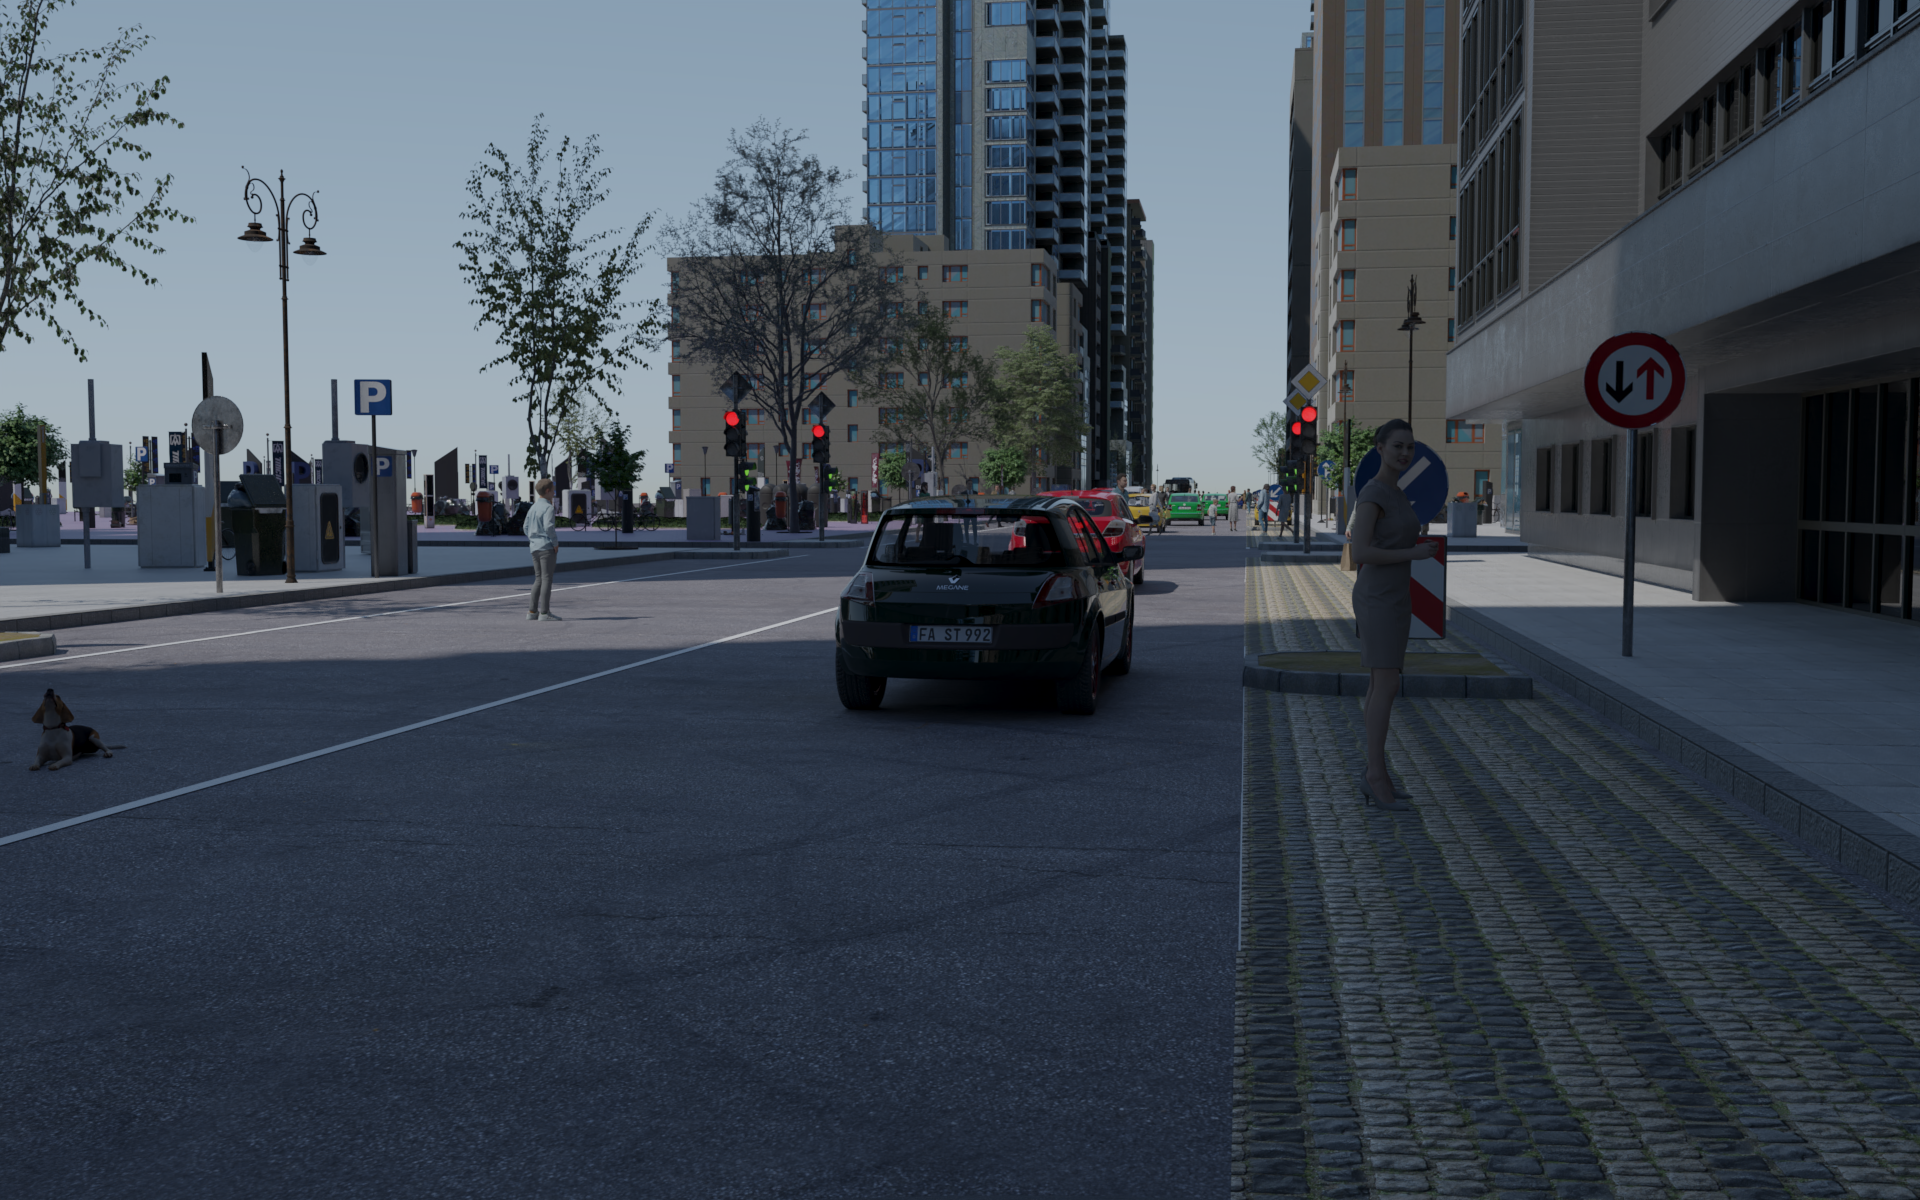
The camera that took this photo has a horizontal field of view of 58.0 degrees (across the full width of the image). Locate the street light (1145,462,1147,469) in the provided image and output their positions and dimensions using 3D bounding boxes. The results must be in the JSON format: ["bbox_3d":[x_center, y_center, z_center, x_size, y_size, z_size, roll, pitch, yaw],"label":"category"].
[{"bbox_3d":[25.158,-15.997,234.342,0.468,5.910,1.993,1,4,9],"label":"street light"}]

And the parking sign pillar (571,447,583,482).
[{"bbox_3d":[-21.211,-6.811,99.830,1.447,3.967,1.447,3,5,41],"label":"parking sign pillar"}]

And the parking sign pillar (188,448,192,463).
[{"bbox_3d":[-42.480,-6.503,94.792,1.447,3.967,1.447,-3,5,-40],"label":"parking sign pillar"}]

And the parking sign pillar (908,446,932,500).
[{"bbox_3d":[-2.214,-6.582,96.093,1.447,3.967,1.447,1,4,15],"label":"parking sign pillar"}]

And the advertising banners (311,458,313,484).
[{"bbox_3d":[-31.734,-5.401,84.496,0.090,3.025,2.074,-1,4,-10],"label":"advertising banners"}]

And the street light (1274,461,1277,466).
[{"bbox_3d":[35.542,-13.528,193.973,0.468,5.910,1.993,1,4,9],"label":"street light"}]

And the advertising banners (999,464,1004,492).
[{"bbox_3d":[2.241,-6.454,101.706,0.090,3.025,2.074,1,4,20],"label":"advertising banners"}]

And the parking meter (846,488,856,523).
[{"bbox_3d":[-4.788,-4.163,76.471,0.372,1.533,0.369,0,3,0],"label":"parking meter"}]

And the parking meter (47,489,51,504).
[{"bbox_3d":[-42.537,-4.420,80.681,0.372,1.533,0.369,0,3,0],"label":"parking meter"}]

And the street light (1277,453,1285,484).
[{"bbox_3d":[30.584,-11.704,164.143,0.468,5.910,1.993,1,4,9],"label":"street light"}]

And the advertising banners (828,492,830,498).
[{"bbox_3d":[-8.608,-6.910,109.171,0.090,3.025,2.074,2,4,31],"label":"advertising banners"}]

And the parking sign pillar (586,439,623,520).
[{"bbox_3d":[-16.247,-5.627,80.465,1.447,3.967,1.447,2,4,30],"label":"parking sign pillar"}]

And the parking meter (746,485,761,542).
[{"bbox_3d":[-5.565,-2.340,46.665,0.372,1.533,0.369,0,3,0],"label":"parking meter"}]

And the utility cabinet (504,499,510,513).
[{"bbox_3d":[-29.500,-6.368,112.798,0.318,1.500,1.173,-1,4,-18],"label":"utility cabinet"}]

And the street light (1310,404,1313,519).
[{"bbox_3d":[18.138,-7.130,89.364,0.468,5.910,1.993,1,4,9],"label":"street light"}]

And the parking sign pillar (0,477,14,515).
[{"bbox_3d":[-45.962,-5.778,82.950,1.447,3.967,1.447,0,4,6],"label":"parking sign pillar"}]

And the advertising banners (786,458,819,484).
[{"bbox_3d":[-8.044,-5.733,89.930,2.074,3.025,0.090,1,4,13],"label":"advertising banners"}]

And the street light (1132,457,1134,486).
[{"bbox_3d":[20.467,-14.224,205.352,0.468,5.910,1.993,1,4,9],"label":"street light"}]

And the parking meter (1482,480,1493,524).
[{"bbox_3d":[22.697,-4.208,74.515,0.399,1.863,0.255,-1,4,-21],"label":"parking meter"}]

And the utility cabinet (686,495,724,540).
[{"bbox_3d":[-7.168,-2.279,48.421,1.020,1.237,0.306,2,4,32],"label":"utility cabinet"}]

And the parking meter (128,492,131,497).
[{"bbox_3d":[-59.026,-7.190,123.269,0.255,1.863,0.399,-1,4,-17],"label":"parking meter"}]

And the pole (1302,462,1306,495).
[{"bbox_3d":[21.721,-7.069,109.429,0.158,3.312,0.155,0,3,0],"label":"pole"}]

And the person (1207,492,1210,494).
[{"bbox_3d":[22.991,-9.149,159.554,0.593,1.643,0.415,-2,4,-35],"label":"person"}]

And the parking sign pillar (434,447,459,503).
[{"bbox_3d":[-29.189,-6.727,98.460,1.447,3.967,1.447,-1,4,-13],"label":"parking sign pillar"}]

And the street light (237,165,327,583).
[{"bbox_3d":[-9.649,-3.182,24.816,0.468,5.910,1.993,1,4,9],"label":"street light"}]

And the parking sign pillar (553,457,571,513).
[{"bbox_3d":[-27.424,-8.013,119.483,1.447,3.967,1.447,-3,5,-45],"label":"parking sign pillar"}]

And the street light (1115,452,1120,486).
[{"bbox_3d":[16.697,-12.879,183.351,0.468,5.910,1.993,1,4,9],"label":"street light"}]

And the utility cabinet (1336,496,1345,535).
[{"bbox_3d":[12.123,-2.687,55.093,0.306,1.237,1.020,1,4,9],"label":"utility cabinet"}]

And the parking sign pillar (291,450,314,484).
[{"bbox_3d":[-39.806,-7.104,104.618,1.447,3.967,1.447,3,4,38],"label":"parking sign pillar"}]

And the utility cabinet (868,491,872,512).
[{"bbox_3d":[-6.007,-6.583,116.317,0.318,1.500,1.173,-2,4,-27],"label":"utility cabinet"}]

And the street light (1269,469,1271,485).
[{"bbox_3d":[39.461,-14.975,217.632,0.468,5.910,1.993,1,4,9],"label":"street light"}]

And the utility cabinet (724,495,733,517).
[{"bbox_3d":[-12.441,-5.052,93.761,1.020,1.237,0.306,0,4,-7],"label":"utility cabinet"}]

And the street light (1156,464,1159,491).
[{"bbox_3d":[30.012,-17.769,263.305,0.468,5.910,1.993,1,4,9],"label":"street light"}]

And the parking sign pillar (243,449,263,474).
[{"bbox_3d":[-41.844,-6.975,102.506,1.447,3.967,1.447,2,4,33],"label":"parking sign pillar"}]

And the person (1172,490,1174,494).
[{"bbox_3d":[16.170,-7.535,132.235,0.617,1.759,0.750,-2,4,-28],"label":"person"}]

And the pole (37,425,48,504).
[{"bbox_3d":[-27.078,-3.504,51.136,0.158,3.312,0.155,0,3,0],"label":"pole"}]

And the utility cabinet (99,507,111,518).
[{"bbox_3d":[-46.632,-5.097,94.496,0.306,1.237,1.020,0,4,-5],"label":"utility cabinet"}]

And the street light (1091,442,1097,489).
[{"bbox_3d":[11.857,-11.087,154.055,0.468,5.910,1.993,1,4,9],"label":"street light"}]

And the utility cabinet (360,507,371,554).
[{"bbox_3d":[-12.336,-1.703,36.524,0.318,1.500,1.173,-3,4,-36],"label":"utility cabinet"}]

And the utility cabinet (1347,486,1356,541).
[{"bbox_3d":[10.698,-2.329,46.751,0.318,1.500,1.173,1,4,21],"label":"utility cabinet"}]

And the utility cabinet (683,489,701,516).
[{"bbox_3d":[-11.162,-3.881,72.137,0.318,1.500,1.173,1,4,15],"label":"utility cabinet"}]

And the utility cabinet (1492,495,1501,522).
[{"bbox_3d":[25.031,-4.247,80.599,1.020,1.237,0.306,-3,5,-40],"label":"utility cabinet"}]

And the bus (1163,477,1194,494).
[{"bbox_3d":[23.248,-11.523,183.268,2.948,3.499,13.247,1,4,10],"label":"bus"}]

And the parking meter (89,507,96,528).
[{"bbox_3d":[-32.654,-3.459,64.966,0.372,1.533,0.369,0,3,0],"label":"parking meter"}]

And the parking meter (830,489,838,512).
[{"bbox_3d":[-6.231,-4.730,85.750,0.372,1.533,0.369,0,3,0],"label":"parking meter"}]

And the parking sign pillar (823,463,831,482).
[{"bbox_3d":[-8.625,-7.516,111.365,1.447,3.967,1.447,1,4,9],"label":"parking sign pillar"}]

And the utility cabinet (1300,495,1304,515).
[{"bbox_3d":[20.960,-5.802,106.028,1.020,1.237,0.306,1,4,14],"label":"utility cabinet"}]

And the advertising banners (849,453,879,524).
[{"bbox_3d":[-4.098,-4.760,74.012,0.090,3.025,2.074,-3,5,-41],"label":"advertising banners"}]

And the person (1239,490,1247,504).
[{"bbox_3d":[26.045,-9.156,158.287,1.348,1.812,0.705,-2,4,-25],"label":"person"}]

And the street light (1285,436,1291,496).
[{"bbox_3d":[25.795,-9.932,135.170,0.468,5.910,1.993,1,4,9],"label":"street light"}]

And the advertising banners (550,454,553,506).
[{"bbox_3d":[-17.680,-4.817,74.943,0.090,3.025,2.074,-1,4,-9],"label":"advertising banners"}]

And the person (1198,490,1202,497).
[{"bbox_3d":[19.825,-8.266,144.364,0.721,1.735,1.217,-3,4,-36],"label":"person"}]

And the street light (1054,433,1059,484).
[{"bbox_3d":[6.818,-9.249,124.009,0.468,5.910,1.993,1,4,9],"label":"street light"}]

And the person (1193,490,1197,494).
[{"bbox_3d":[20.880,-8.876,153.629,0.705,1.823,1.348,0,4,-6],"label":"person"}]

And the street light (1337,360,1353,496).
[{"bbox_3d":[13.275,-5.322,59.795,0.468,5.910,1.993,1,4,9],"label":"street light"}]

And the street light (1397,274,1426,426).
[{"bbox_3d":[9.508,-3.903,36.597,0.468,5.910,1.993,1,4,9],"label":"street light"}]
